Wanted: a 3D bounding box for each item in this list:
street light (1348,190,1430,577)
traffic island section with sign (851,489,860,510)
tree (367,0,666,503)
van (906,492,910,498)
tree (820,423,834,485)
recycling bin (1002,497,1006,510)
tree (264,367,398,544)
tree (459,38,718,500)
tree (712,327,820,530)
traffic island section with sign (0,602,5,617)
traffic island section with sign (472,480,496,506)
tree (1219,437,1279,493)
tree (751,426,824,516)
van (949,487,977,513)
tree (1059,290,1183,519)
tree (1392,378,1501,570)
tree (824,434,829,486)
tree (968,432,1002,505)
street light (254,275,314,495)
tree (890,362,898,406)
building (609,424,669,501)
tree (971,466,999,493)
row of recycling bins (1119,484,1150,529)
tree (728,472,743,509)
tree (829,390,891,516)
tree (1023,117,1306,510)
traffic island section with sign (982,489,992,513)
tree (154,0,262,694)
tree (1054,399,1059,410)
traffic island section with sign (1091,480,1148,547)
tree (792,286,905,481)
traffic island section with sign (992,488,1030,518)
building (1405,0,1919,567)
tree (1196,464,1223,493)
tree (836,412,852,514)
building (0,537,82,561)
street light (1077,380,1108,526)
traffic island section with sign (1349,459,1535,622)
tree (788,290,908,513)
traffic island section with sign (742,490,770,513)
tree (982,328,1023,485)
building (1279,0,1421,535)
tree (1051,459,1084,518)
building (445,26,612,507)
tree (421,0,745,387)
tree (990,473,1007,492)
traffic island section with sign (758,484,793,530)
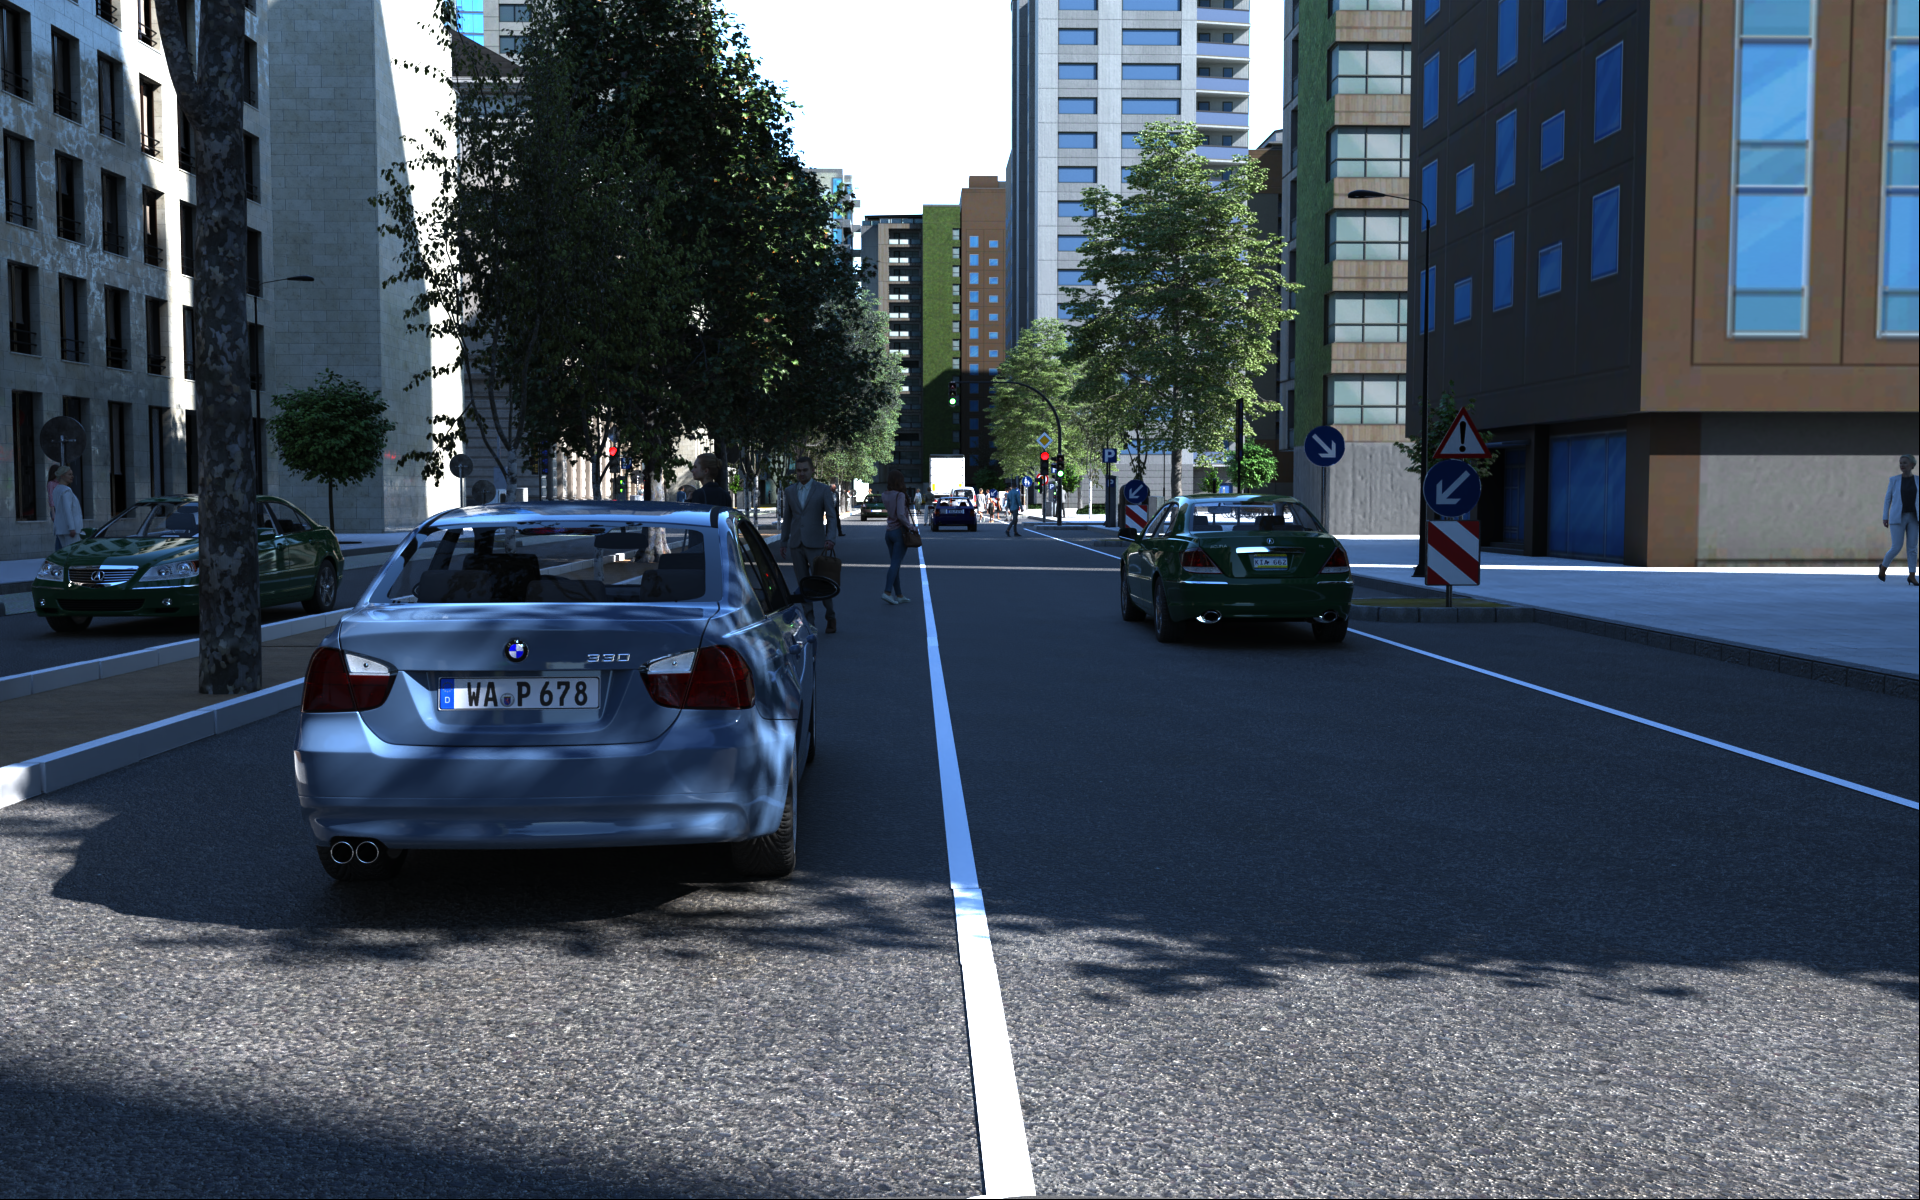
[{"bbox_3d":[6.618,-3.308,26.629,1.470,5.913,1.316,0,4,-2],"label":"street light"},{"bbox_3d":[-9.447,-8.840,152.678,2.006,1.907,1.989,0,4,-2],"label":"traffic island section with sign"},{"bbox_3d":[-6.043,-4.306,23.228,4.360,8.622,3.978,0,3,0],"label":"tree"},{"bbox_3d":[-5.864,-9.857,168.170,2.013,2.044,4.112,0,4,-2],"label":"van"},{"bbox_3d":[-7.162,-7.064,68.319,4.360,8.622,3.978,0,3,0],"label":"tree"},{"bbox_3d":[3.882,-7.972,142.899,0.722,1.027,0.722,1,4,12],"label":"recycling bin"},{"bbox_3d":[-16.252,-3.745,44.937,4.285,4.588,4.351,0,3,0],"label":"tree"},{"bbox_3d":[-5.867,-4.590,27.874,4.737,8.622,4.395,0,3,0],"label":"tree"},{"bbox_3d":[-6.988,-6.497,59.041,4.360,8.622,3.978,0,3,0],"label":"tree"},{"bbox_3d":[-12.196,-0.684,19.816,1.989,1.847,2.006,0,4,-2],"label":"traffic island section with sign"},{"bbox_3d":[-12.928,-2.332,46.762,1.989,1.847,2.006,0,4,-2],"label":"traffic island section with sign"},{"bbox_3d":[16.232,-6.956,97.452,4.285,4.588,4.351,0,3,0],"label":"tree"},{"bbox_3d":[-6.693,-6.213,54.408,4.737,8.622,4.395,0,3,0],"label":"tree"},{"bbox_3d":[0.109,-5.844,102.554,2.013,2.044,4.112,0,4,-2],"label":"van"},{"bbox_3d":[6.111,-6.758,60.851,4.360,8.622,3.978,0,3,0],"label":"tree"},{"bbox_3d":[8.166,-2.099,28.927,1.663,3.219,1.824,0,3,0],"label":"tree"},{"bbox_3d":[-6.437,-6.782,63.697,4.737,8.622,4.395,0,3,0],"label":"tree"},{"bbox_3d":[3.098,-15.434,202.703,4.360,8.622,3.978,0,3,0],"label":"tree"},{"bbox_3d":[-14.409,-3.937,36.911,1.470,5.913,1.316,0,4,-2],"label":"street light"},{"bbox_3d":[-6.524,-7.802,47.025,9.611,12.733,9.660,0,3,0],"label":"tree"},{"bbox_3d":[-27.299,-18.228,117.117,14.460,24.649,34.723,0,4,-2],"label":"building"},{"bbox_3d":[2.956,-13.078,197.531,4.285,4.588,4.351,0,3,0],"label":"tree"},{"bbox_3d":[6.379,-3.467,63.806,1.069,1.692,3.534,0,4,1],"label":"row of recycling bins"},{"bbox_3d":[-19.202,-9.449,149.086,1.663,3.219,1.824,0,3,0],"label":"tree"},{"bbox_3d":[-8.197,-11.371,114.126,9.928,11.665,9.643,0,3,0],"label":"tree"},{"bbox_3d":[6.635,-8.268,53.305,7.486,12.596,7.792,0,3,0],"label":"tree"},{"bbox_3d":[2.382,-7.480,130.930,1.989,1.847,2.006,0,4,-2],"label":"traffic island section with sign"},{"bbox_3d":[-6.500,-9.441,12.708,12.611,20.169,13.585,0,3,0],"label":"tree"},{"bbox_3d":[6.909,-8.443,88.410,4.360,8.622,3.978,0,3,0],"label":"tree"},{"bbox_3d":[4.660,-2.402,47.897,1.989,1.847,2.006,0,4,-2],"label":"traffic island section with sign"},{"bbox_3d":[-7.667,-10.359,82.191,12.009,13.543,11.850,0,3,0],"label":"tree"},{"bbox_3d":[3.129,-5.817,103.737,1.989,1.847,2.006,0,4,-2],"label":"traffic island section with sign"},{"bbox_3d":[18.362,-23.585,35.731,14.600,45.320,14.200,0,4,-2],"label":"building"},{"bbox_3d":[16.158,-7.117,110.957,1.663,3.219,1.824,0,3,0],"label":"tree"},{"bbox_3d":[-7.859,-8.470,91.311,4.360,8.622,3.978,0,3,0],"label":"tree"},{"bbox_3d":[-23.650,-11.236,38.468,10.420,20.320,16.860,0,4,-2],"label":"building"},{"bbox_3d":[5.430,-5.969,70.142,1.470,5.913,1.316,0,4,-2],"label":"street light"},{"bbox_3d":[5.418,-0.713,20.288,1.989,1.847,2.006,0,4,-2],"label":"traffic island section with sign"},{"bbox_3d":[-7.595,-11.873,103.240,9.857,13.997,8.962,0,3,0],"label":"tree"},{"bbox_3d":[-15.201,-7.386,129.385,1.989,1.847,2.006,0,4,-2],"label":"traffic island section with sign"},{"bbox_3d":[5.180,-11.836,111.641,7.486,12.596,7.792,0,3,0],"label":"tree"},{"bbox_3d":[18.308,-22.999,59.633,14.154,41.232,14.086,0,4,-2],"label":"building"},{"bbox_3d":[5.880,-6.118,94.633,1.663,3.219,1.824,0,3,0],"label":"tree"},{"bbox_3d":[-24.571,-15.948,89.626,11.050,23.489,19.941,0,4,-2],"label":"building"},{"bbox_3d":[-6.433,-7.135,36.117,9.611,12.733,9.660,0,3,0],"label":"tree"},{"bbox_3d":[3.804,-10.167,160.832,1.663,3.219,1.824,0,3,0],"label":"tree"},{"bbox_3d":[-7.184,-3.794,70.163,2.006,1.907,1.989,0,4,-2],"label":"traffic island section with sign"}]
